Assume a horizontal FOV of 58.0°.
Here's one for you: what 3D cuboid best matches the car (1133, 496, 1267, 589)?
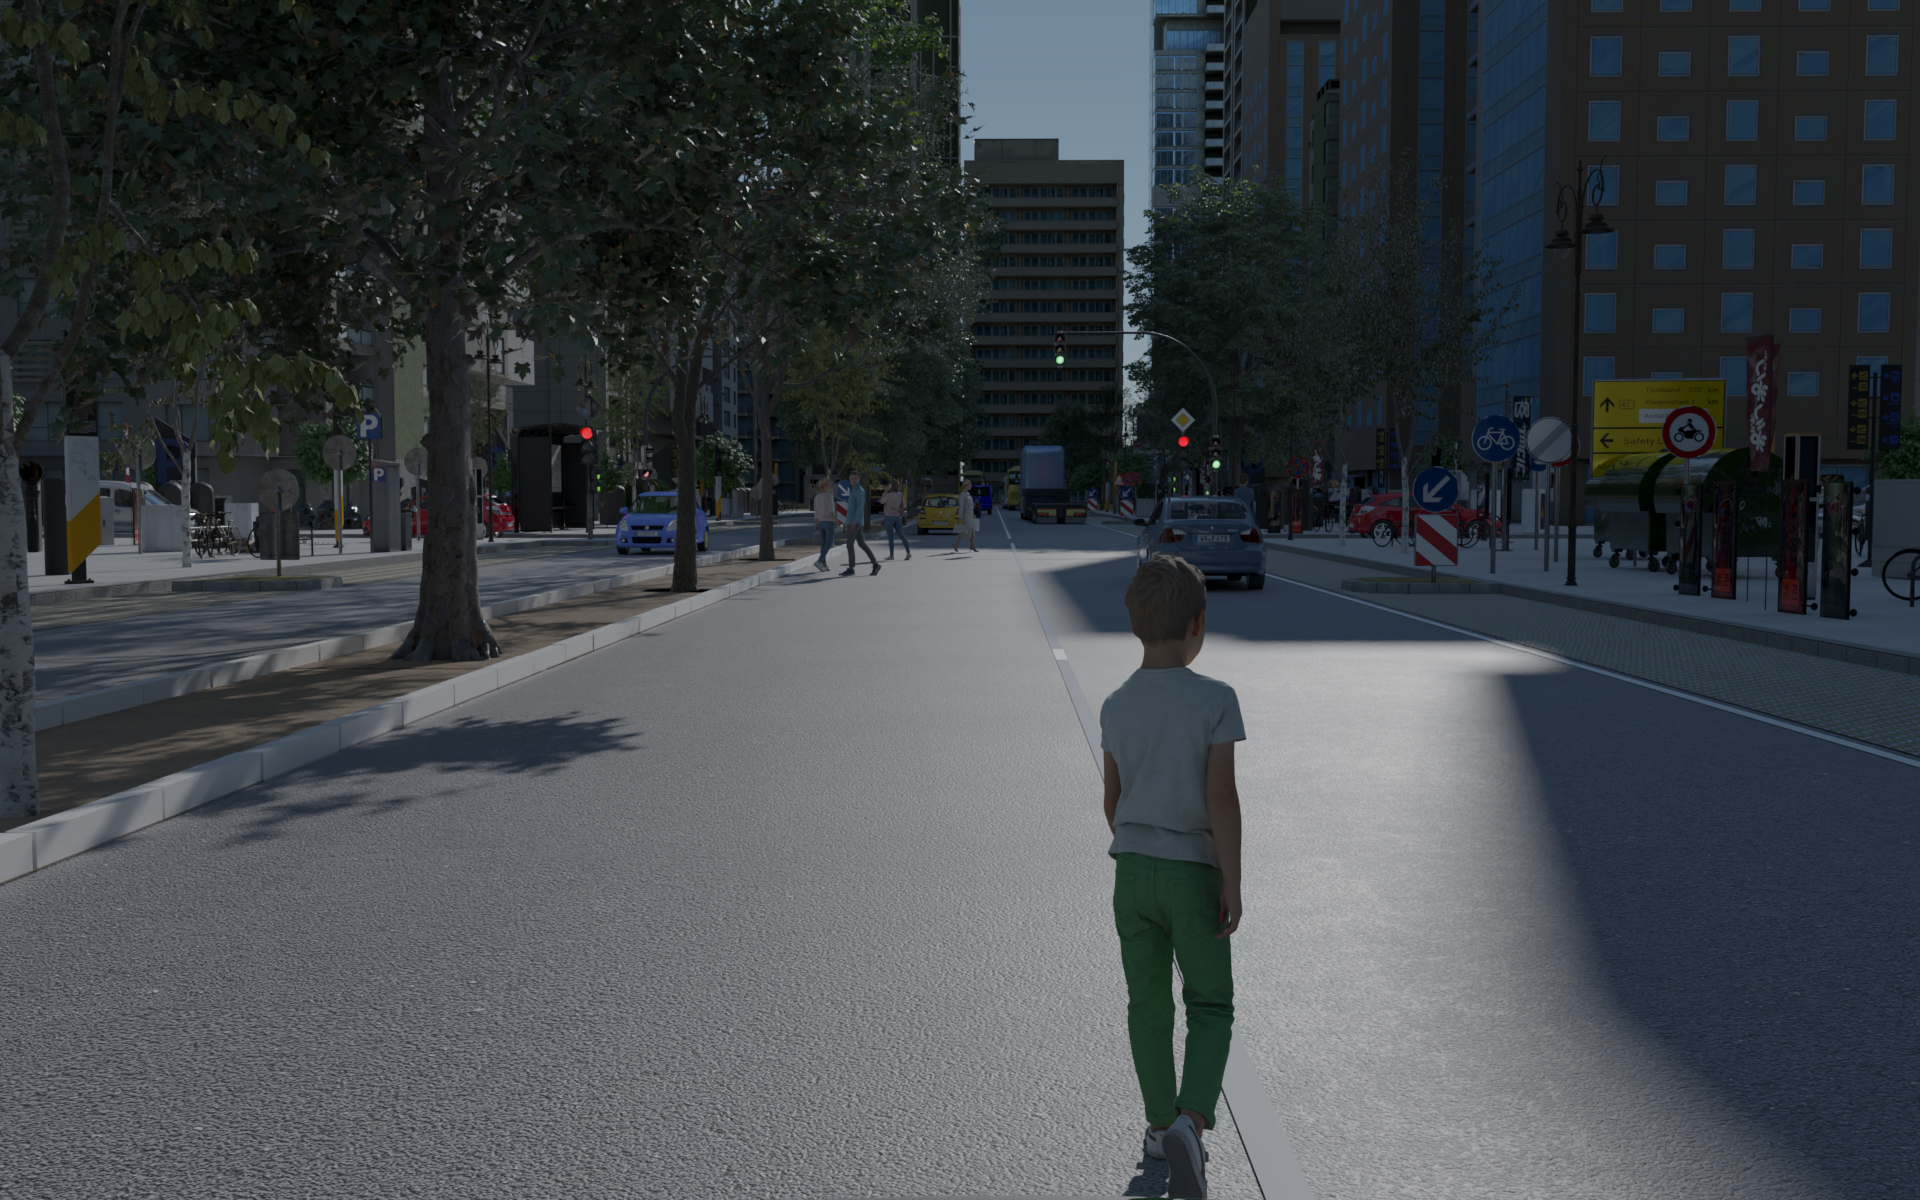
[{"bbox_3d":[3.763,-0.939,27.350,2.014,1.417,4.499,0,4,2],"label":"car"}]

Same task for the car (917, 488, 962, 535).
[{"bbox_3d":[-0.575,-3.152,61.752,2.015,1.641,3.980,0,4,3],"label":"car"}]

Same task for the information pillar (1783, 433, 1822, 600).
[{"bbox_3d":[10.198,-1.011,21.024,0.304,2.012,0.304,0,4,-5],"label":"information pillar"}]

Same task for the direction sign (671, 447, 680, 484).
[{"bbox_3d":[-13.563,-5.602,83.590,0.876,3.537,0.379,-3,5,-41],"label":"direction sign"}]

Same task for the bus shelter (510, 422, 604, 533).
[{"bbox_3d":[-13.859,-4.198,59.921,1.731,3.624,6.357,0,4,1],"label":"bus shelter"}]

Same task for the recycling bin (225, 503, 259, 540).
[{"bbox_3d":[-20.190,-2.211,48.701,0.722,1.027,0.722,0,4,-5],"label":"recycling bin"}]

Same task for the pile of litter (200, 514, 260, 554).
[{"bbox_3d":[-15.510,-1.473,38.043,1.176,0.858,1.719,3,5,44],"label":"pile of litter"}]

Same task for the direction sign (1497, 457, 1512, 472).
[{"bbox_3d":[19.553,-4.294,62.199,0.876,3.537,0.379,-1,4,-17],"label":"direction sign"}]

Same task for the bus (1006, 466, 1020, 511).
[{"bbox_3d":[5.396,-9.766,151.224,2.896,3.916,12.252,0,4,2],"label":"bus"}]

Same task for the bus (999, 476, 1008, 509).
[{"bbox_3d":[5.383,-10.509,166.685,2.948,3.499,13.247,0,4,0],"label":"bus"}]

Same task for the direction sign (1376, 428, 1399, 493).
[{"bbox_3d":[14.652,-4.126,59.449,0.379,3.537,0.876,-3,5,-44],"label":"direction sign"}]

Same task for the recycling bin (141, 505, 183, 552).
[{"bbox_3d":[-17.762,-1.590,38.543,0.722,1.027,0.722,2,4,32],"label":"recycling bin"}]

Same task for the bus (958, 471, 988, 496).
[{"bbox_3d":[1.336,-11.630,181.692,2.896,3.916,12.252,0,4,3],"label":"bus"}]

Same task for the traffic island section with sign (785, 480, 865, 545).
[{"bbox_3d":[-3.854,-2.502,49.048,2.006,1.907,1.989,0,4,1],"label":"traffic island section with sign"}]

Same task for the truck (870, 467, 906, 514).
[{"bbox_3d":[-5.478,-7.918,125.387,3.469,3.379,9.791,0,4,0],"label":"truck"}]

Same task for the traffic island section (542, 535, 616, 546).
[{"bbox_3d":[-10.457,-1.630,48.931,2.009,0.180,2.903,0,4,1],"label":"traffic island section"}]

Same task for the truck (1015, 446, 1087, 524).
[{"bbox_3d":[4.707,-6.198,91.094,2.967,4.110,18.799,0,4,0],"label":"truck"}]

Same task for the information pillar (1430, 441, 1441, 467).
[{"bbox_3d":[20.670,-5.137,75.342,0.504,3.616,0.183,-1,4,-17],"label":"information pillar"}]

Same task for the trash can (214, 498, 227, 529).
[{"bbox_3d":[-27.662,-3.230,64.471,0.748,1.137,0.748,0,3,0],"label":"trash can"}]

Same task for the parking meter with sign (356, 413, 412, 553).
[{"bbox_3d":[-12.674,-2.570,38.280,0.543,3.016,1.738,0,4,5],"label":"parking meter with sign"}]

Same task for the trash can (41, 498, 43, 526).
[{"bbox_3d":[-36.915,-3.569,70.014,0.748,1.137,0.748,0,3,0],"label":"trash can"}]

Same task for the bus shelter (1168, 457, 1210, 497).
[{"bbox_3d":[12.939,-6.322,97.286,2.014,3.302,5.546,0,4,1],"label":"bus shelter"}]

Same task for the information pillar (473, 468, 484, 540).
[{"bbox_3d":[-13.558,-2.688,48.448,0.304,2.012,0.304,1,4,23],"label":"information pillar"}]

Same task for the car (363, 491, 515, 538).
[{"bbox_3d":[-15.819,-2.657,52.479,4.494,1.783,2.155,0,4,1],"label":"car"}]

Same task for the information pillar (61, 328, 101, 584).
[{"bbox_3d":[-12.580,-2.045,24.783,0.183,3.616,0.504,2,4,30],"label":"information pillar"}]

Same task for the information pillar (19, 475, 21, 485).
[{"bbox_3d":[-33.364,-3.466,61.157,0.304,2.012,0.304,0,4,-8],"label":"information pillar"}]

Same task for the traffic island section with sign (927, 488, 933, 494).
[{"bbox_3d":[-2.383,-7.550,131.581,2.006,1.907,1.989,0,4,1],"label":"traffic island section with sign"}]

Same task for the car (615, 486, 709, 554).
[{"bbox_3d":[-7.244,-1.998,42.252,1.945,1.707,3.694,0,4,2],"label":"car"}]

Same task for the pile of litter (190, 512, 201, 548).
[{"bbox_3d":[-17.956,-1.679,41.409,1.719,0.858,1.176,2,4,25],"label":"pile of litter"}]

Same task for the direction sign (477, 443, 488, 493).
[{"bbox_3d":[-21.276,-5.227,77.452,0.876,3.537,0.379,2,4,33],"label":"direction sign"}]

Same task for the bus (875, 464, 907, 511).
[{"bbox_3d":[-5.756,-9.254,142.850,2.896,3.916,12.252,0,4,2],"label":"bus"}]

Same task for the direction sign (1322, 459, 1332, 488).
[{"bbox_3d":[23.923,-7.420,113.310,0.876,3.537,0.379,-1,4,-21],"label":"direction sign"}]

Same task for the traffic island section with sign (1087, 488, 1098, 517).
[{"bbox_3d":[8.225,-6.179,109.651,1.989,1.847,2.006,0,4,1],"label":"traffic island section with sign"}]

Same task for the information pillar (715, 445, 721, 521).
[{"bbox_3d":[-11.467,-5.555,82.177,0.183,3.616,0.504,1,4,14],"label":"information pillar"}]

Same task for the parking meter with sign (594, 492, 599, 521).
[{"bbox_3d":[-17.564,-5.256,82.195,0.543,3.016,1.738,3,5,44],"label":"parking meter with sign"}]

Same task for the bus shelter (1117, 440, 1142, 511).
[{"bbox_3d":[12.410,-9.077,126.035,2.179,5.291,8.768,0,4,1],"label":"bus shelter"}]

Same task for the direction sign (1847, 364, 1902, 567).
[{"bbox_3d":[16.004,-2.347,30.375,0.876,3.537,0.379,0,4,6],"label":"direction sign"}]

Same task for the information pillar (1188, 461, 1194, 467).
[{"bbox_3d":[15.013,-7.427,112.779,0.504,3.616,0.183,-1,4,-14],"label":"information pillar"}]

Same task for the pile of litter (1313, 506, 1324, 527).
[{"bbox_3d":[13.428,-3.258,67.226,1.719,0.858,1.176,-2,4,-30],"label":"pile of litter"}]

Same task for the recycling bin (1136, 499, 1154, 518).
[{"bbox_3d":[10.099,-5.002,94.338,0.722,1.027,0.722,-3,4,-37],"label":"recycling bin"}]

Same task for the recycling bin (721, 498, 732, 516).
[{"bbox_3d":[-13.666,-5.356,100.126,0.722,1.027,0.722,1,4,14],"label":"recycling bin"}]

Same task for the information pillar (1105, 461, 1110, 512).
[{"bbox_3d":[10.451,-8.023,122.533,0.183,3.616,0.504,2,4,29],"label":"information pillar"}]

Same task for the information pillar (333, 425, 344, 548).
[{"bbox_3d":[-14.862,-3.060,41.382,0.183,3.616,0.504,0,4,-6],"label":"information pillar"}]

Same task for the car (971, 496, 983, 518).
[{"bbox_3d":[0.421,-5.703,105.820,1.945,1.354,3.894,0,4,2],"label":"car"}]

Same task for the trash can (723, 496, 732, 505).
[{"bbox_3d":[-14.094,-5.861,107.478,0.748,1.137,0.748,0,3,0],"label":"trash can"}]

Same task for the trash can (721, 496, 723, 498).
[{"bbox_3d":[-17.603,-7.020,126.438,0.748,1.137,0.748,0,3,0],"label":"trash can"}]

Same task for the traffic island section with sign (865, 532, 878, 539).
[{"bbox_3d":[-3.713,-2.955,56.454,2.006,1.907,1.989,0,4,1],"label":"traffic island section with sign"}]

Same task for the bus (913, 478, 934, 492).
[{"bbox_3d":[-4.385,-12.103,192.735,2.948,3.499,13.247,0,4,-1],"label":"bus"}]

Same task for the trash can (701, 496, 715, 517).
[{"bbox_3d":[-14.173,-5.221,97.023,0.748,1.137,0.748,0,3,0],"label":"trash can"}]

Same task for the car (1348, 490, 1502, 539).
[{"bbox_3d":[13.763,-2.573,51.107,4.494,1.783,2.155,0,4,2],"label":"car"}]

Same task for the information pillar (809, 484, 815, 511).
[{"bbox_3d":[-10.926,-7.551,127.944,0.304,2.012,0.304,-2,4,-29],"label":"information pillar"}]
